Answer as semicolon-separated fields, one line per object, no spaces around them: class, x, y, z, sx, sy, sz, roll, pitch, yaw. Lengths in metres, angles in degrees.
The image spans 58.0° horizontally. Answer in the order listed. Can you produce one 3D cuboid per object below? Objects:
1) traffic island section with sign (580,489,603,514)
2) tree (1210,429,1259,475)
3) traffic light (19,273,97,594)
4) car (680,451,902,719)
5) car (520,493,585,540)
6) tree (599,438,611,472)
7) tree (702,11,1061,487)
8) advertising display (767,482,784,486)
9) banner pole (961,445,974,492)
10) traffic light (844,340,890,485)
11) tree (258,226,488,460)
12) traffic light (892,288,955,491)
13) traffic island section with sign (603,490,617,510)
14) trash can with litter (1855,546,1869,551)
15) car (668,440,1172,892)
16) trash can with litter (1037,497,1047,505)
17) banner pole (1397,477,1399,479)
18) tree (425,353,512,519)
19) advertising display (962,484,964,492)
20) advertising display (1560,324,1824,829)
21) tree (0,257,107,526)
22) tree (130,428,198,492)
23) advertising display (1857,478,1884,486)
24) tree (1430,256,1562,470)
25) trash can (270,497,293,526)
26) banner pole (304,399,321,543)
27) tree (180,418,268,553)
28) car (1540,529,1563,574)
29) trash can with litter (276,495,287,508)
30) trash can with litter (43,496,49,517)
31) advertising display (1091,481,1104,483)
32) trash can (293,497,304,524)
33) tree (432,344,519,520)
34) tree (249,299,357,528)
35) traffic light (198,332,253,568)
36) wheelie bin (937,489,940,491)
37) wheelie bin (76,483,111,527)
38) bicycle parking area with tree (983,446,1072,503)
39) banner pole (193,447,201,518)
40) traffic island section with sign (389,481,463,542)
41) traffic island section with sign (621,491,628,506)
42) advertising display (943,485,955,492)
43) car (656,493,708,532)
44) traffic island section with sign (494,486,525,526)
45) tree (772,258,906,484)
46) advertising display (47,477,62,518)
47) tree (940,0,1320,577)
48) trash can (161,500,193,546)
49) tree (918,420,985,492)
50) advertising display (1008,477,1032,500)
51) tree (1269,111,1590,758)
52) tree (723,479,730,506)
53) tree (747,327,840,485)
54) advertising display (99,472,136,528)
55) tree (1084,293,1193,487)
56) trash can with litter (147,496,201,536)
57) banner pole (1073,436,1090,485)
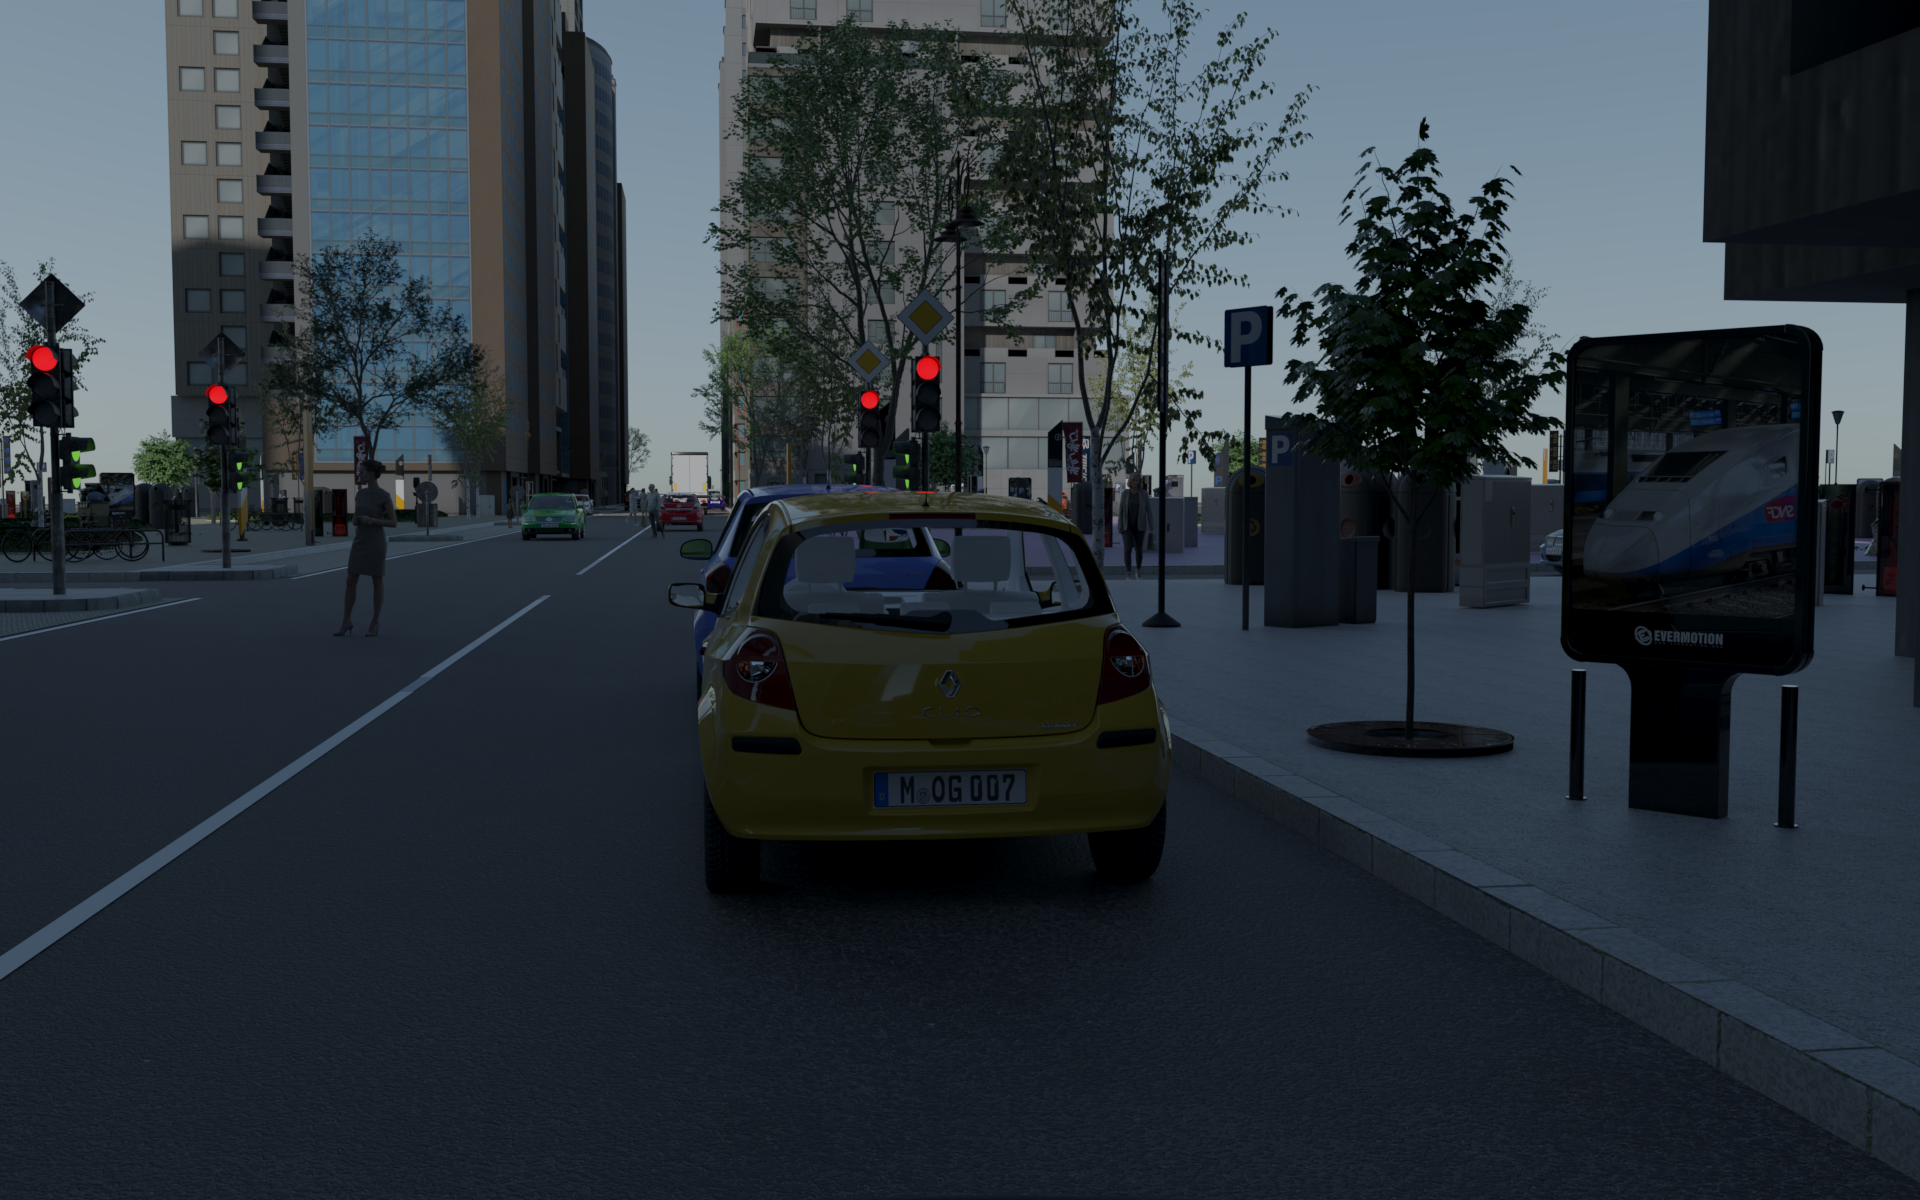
traffic island section with sign;-27.525;-7.256;127.260;1.989;1.847;2.006;-1;4;-9
tree;14.079;-6.317;87.004;4.285;4.588;4.351;0;3;0
traffic light;-11.527;-2.029;22.087;0.839;4.253;0.868;-1;4;-9
car;-0.980;-0.151;12.067;1.945;1.707;3.694;0;4;-8
car;-12.918;-2.830;55.059;1.959;1.807;4.718;-1;4;-10
tree;-38.200;-13.886;177.398;4.360;8.622;3.978;0;3;0
tree;-1.613;-6.779;36.598;9.928;11.665;9.643;0;3;0
advertising display;-9.932;-5.385;93.263;0.974;1.923;0.123;-2;4;-23
banner pole;0.261;-5.403;78.354;0.863;3.779;0.401;-1;4;-11
traffic light;-1.692;-2.614;31.666;0.839;4.253;0.868;-1;4;-9
tree;-20.124;-7.665;59.742;8.767;10.594;7.601;0;4;5
traffic light;-0.494;-2.131;23.771;0.839;4.253;0.868;-1;4;-9
traffic island section with sign;-31.684;-8.936;154.726;1.989;1.847;2.006;-1;4;-9
trash can with litter;20.703;-1.796;40.418;1.678;1.210;2.233;3;4;37
car;-0.301;0.151;7.759;2.015;1.641;3.980;0;4;-8
trash can with litter;3.469;-3.476;68.228;1.055;1.170;0.624;-1;4;-9
banner pole;19.524;-5.271;76.201;0.863;3.779;0.401;-2;4;-33
tree;-25.353;-8.547;90.106;4.360;8.622;3.978;0;3;0
advertising display;-0.229;-5.542;95.827;0.974;1.923;0.123;-2;4;-27
advertising display;2.893;-0.105;6.925;0.123;1.923;0.974;-3;5;-44
tree;-28.512;-6.278;53.007;4.737;8.622;4.395;0;3;0
tree;-39.691;-6.289;86.534;4.285;4.588;4.351;0;3;0
advertising display;36.819;-3.970;70.119;0.974;1.923;0.123;1;4;13
tree;15.986;-6.268;52.848;4.360;8.622;3.978;0;3;0
trash can;-27.070;-3.503;68.923;0.748;1.137;0.748;0;3;0
banner pole;-17.148;-3.406;45.700;0.401;3.779;0.863;-2;4;-25
tree;-16.197;-2.666;38.189;1.663;3.219;1.824;0;3;0
car;12.452;-1.122;30.354;4.499;1.417;2.014;-1;4;-10
trash can with litter;-35.179;-4.884;90.917;2.233;1.210;1.678;-1;4;-22
trash can with litter;-44.090;-4.438;83.611;1.678;1.210;2.233;-1;4;-15
advertising display;6.517;-4.629;80.895;0.974;1.923;0.123;3;5;41
trash can;-28.316;-3.841;74.448;0.748;1.137;0.748;0;3;0
tree;-23.770;-8.198;84.394;4.737;8.622;4.395;0;3;0
tree;-24.991;-7.066;65.890;4.360;8.622;3.978;0;3;0
traffic light;-12.725;-2.511;29.982;0.839;4.253;0.868;-1;4;-9
wheelie bin;-1.466;-5.958;105.327;0.980;1.594;0.693;-3;5;-41
wheelie bin;-24.217;-2.478;48.418;0.980;1.594;0.693;2;4;28
bicycle parking area with tree;4.166;-7.179;104.384;8.231;4.147;9.016;0;4;6
banner pole;-40.901;-6.293;92.914;0.401;3.779;0.863;0;4;-1
traffic island section with sign;-16.211;-2.695;52.695;1.989;1.847;2.006;-1;4;-9
traffic island section with sign;-40.039;-12.302;209.766;1.989;1.847;2.006;-1;4;-9
advertising display;-0.554;-5.459;94.464;0.123;1.923;0.974;-3;5;-41
car;-10.962;-3.598;67.863;2.155;1.783;4.494;0;4;-8
traffic island section with sign;-20.256;-4.329;79.408;1.989;1.847;2.006;-1;4;-9
tree;-3.910;-6.374;54.585;4.737;8.622;4.395;0;3;0
advertising display;-34.427;-3.713;65.914;0.123;1.923;0.974;0;4;-4
tree;1.668;-4.242;19.722;4.360;8.622;3.978;0;3;0
trash can;-19.488;-1.925;43.134;0.748;1.137;0.748;0;3;0
tree;-0.589;-5.593;75.157;4.285;4.588;4.351;0;3;0
advertising display;2.326;-3.785;67.106;0.974;1.923;0.123;-2;4;-27
tree;2.447;-0.871;8.843;1.663;3.219;1.824;0;3;0
tree;-25.134;-11.879;188.816;1.663;3.219;1.824;0;3;0
tree;-6.934;-7.663;75.656;4.360;8.622;3.978;0;3;0
advertising display;-25.062;-2.833;51.532;0.123;1.923;0.974;3;5;45
tree;6.357;-6.828;62.008;4.737;8.622;4.395;0;3;0
trash can with litter;-24.658;-2.637;54.164;1.678;1.210;2.233;-1;4;-17
banner pole;4.511;-4.592;65.090;0.863;3.779;0.401;-1;4;-13
